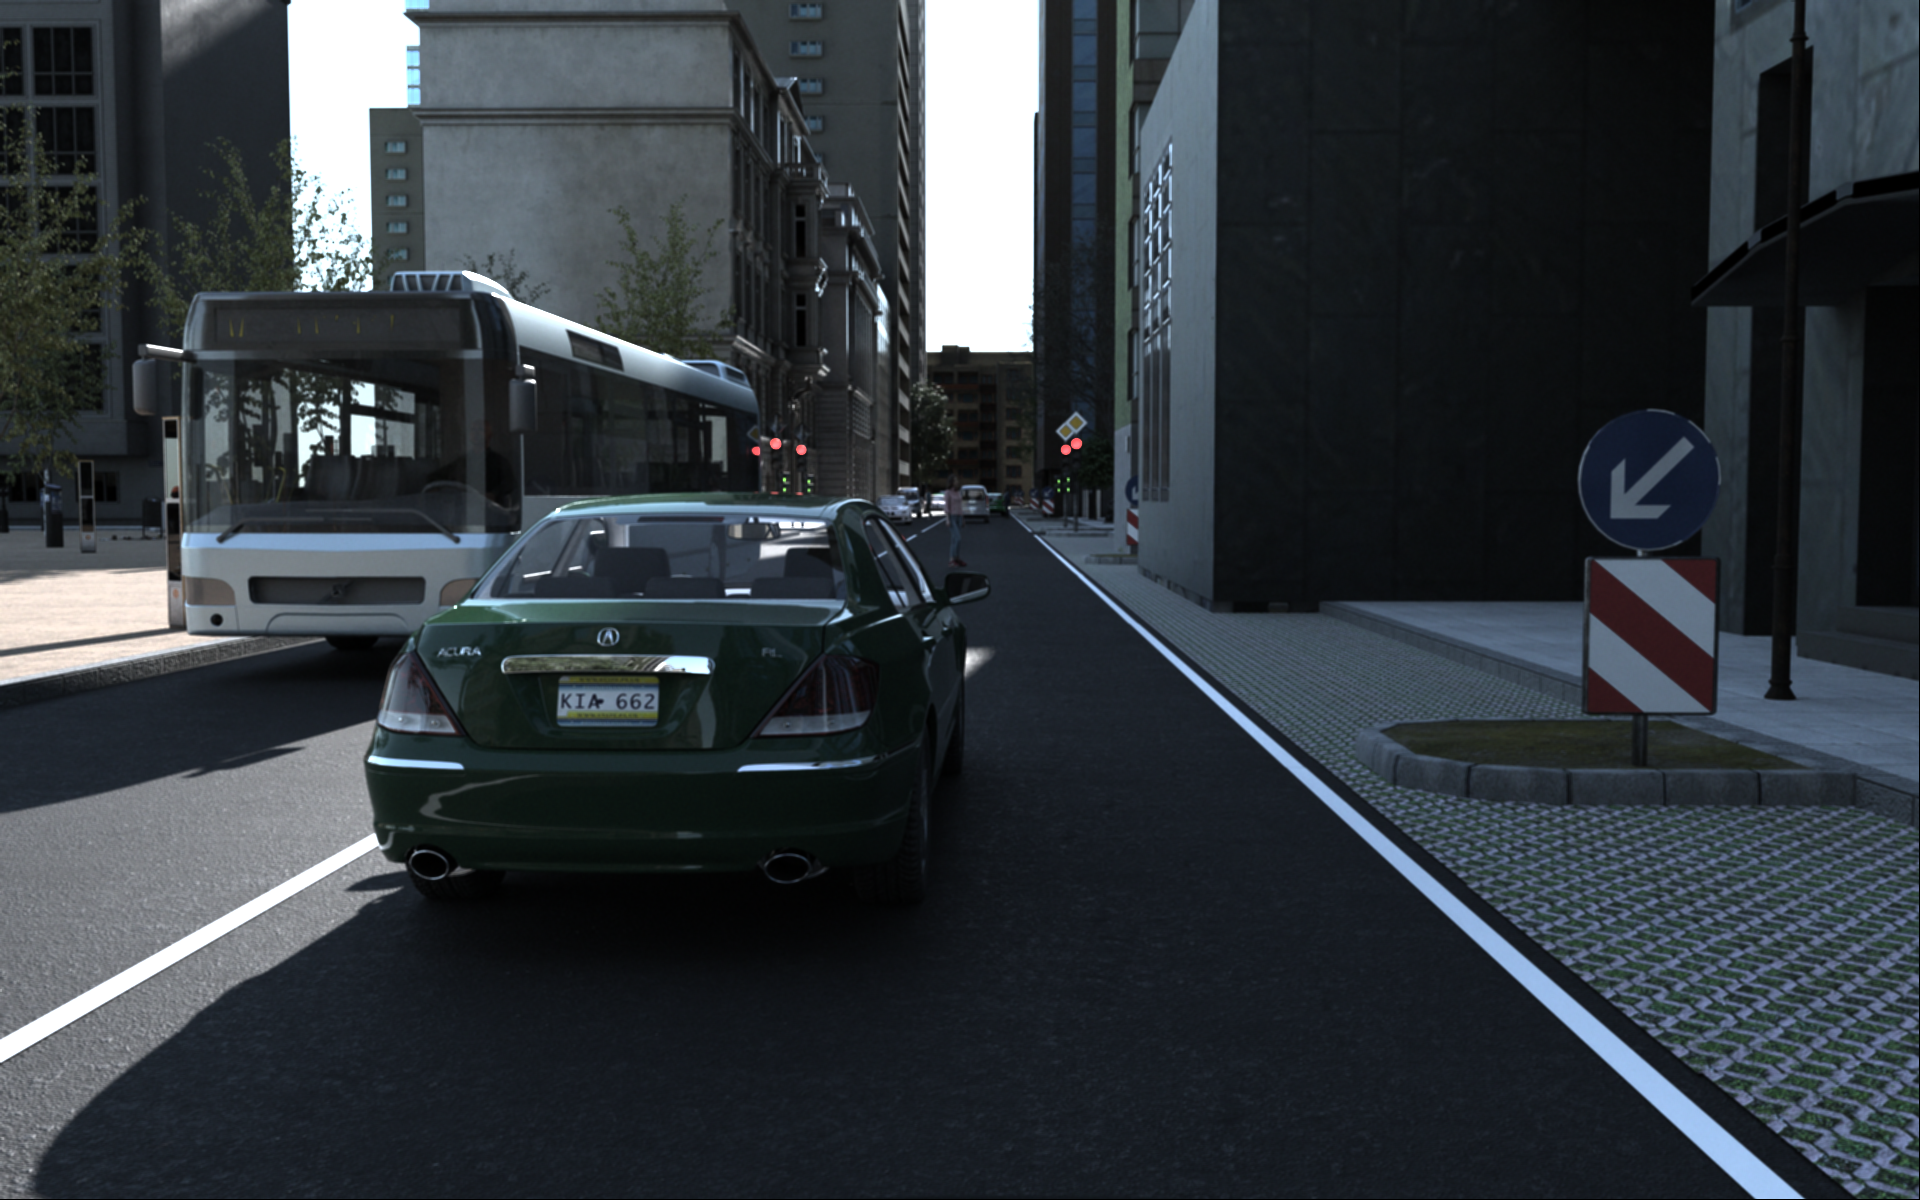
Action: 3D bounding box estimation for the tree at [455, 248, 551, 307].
[{"bbox_3d":[-14.117,-6.180,51.410,4.360,8.622,3.978,0,3,0],"label":"tree"}]

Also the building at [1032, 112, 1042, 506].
[{"bbox_3d":[14.906,-30.879,188.471,14.154,41.232,14.086,0,4,1],"label":"building"}]

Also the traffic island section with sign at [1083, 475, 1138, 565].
[{"bbox_3d":[3.572,-1.662,35.808,1.989,1.847,2.006,0,4,1],"label":"traffic island section with sign"}]

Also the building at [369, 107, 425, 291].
[{"bbox_3d":[-56.336,-35.714,207.632,21.600,48.544,21.300,0,4,1],"label":"building"}]

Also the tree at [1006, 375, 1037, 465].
[{"bbox_3d":[7.775,-13.602,148.153,9.928,11.665,9.643,0,3,0],"label":"tree"}]

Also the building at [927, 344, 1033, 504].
[{"bbox_3d":[-0.442,-24.137,239.677,28.899,21.520,27.650,0,4,1],"label":"building"}]

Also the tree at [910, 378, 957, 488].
[{"bbox_3d":[-4.916,-17.460,192.131,9.857,13.997,8.962,0,3,0],"label":"tree"}]

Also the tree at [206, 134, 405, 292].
[{"bbox_3d":[-14.032,-5.162,34.763,4.737,8.622,4.395,0,3,0],"label":"tree"}]

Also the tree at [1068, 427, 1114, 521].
[{"bbox_3d":[6.711,-6.165,84.515,4.285,4.588,4.351,0,3,0],"label":"tree"}]

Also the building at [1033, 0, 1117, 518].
[{"bbox_3d":[11.698,-27.654,102.259,14.600,45.320,14.200,0,4,1],"label":"building"}]

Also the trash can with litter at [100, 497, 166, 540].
[{"bbox_3d":[-23.176,-2.305,48.741,1.678,1.210,2.233,3,5,41],"label":"trash can with litter"}]

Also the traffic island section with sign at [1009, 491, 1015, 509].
[{"bbox_3d":[5.796,-9.795,168.769,1.989,1.847,2.006,0,4,1],"label":"traffic island section with sign"}]

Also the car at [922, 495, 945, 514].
[{"bbox_3d":[-1.786,-7.066,127.888,2.083,1.381,4.827,0,4,0],"label":"car"}]

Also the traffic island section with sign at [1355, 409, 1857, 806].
[{"bbox_3d":[3.120,-0.014,8.857,1.989,1.847,2.006,0,4,1],"label":"traffic island section with sign"}]

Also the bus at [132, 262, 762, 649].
[{"bbox_3d":[-4.460,-1.461,18.748,2.948,3.499,13.247,0,4,2],"label":"bus"}]

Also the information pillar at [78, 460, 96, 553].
[{"bbox_3d":[-19.065,-2.038,37.819,0.304,2.012,0.304,-2,4,-29],"label":"information pillar"}]

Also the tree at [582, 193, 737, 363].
[{"bbox_3d":[-7.552,-5.671,43.080,4.737,8.622,4.395,0,3,0],"label":"tree"}]

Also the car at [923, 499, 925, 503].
[{"bbox_3d":[-2.530,-9.094,161.269,1.945,1.354,3.894,0,4,2],"label":"car"}]

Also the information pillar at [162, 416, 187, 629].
[{"bbox_3d":[-7.371,-0.737,16.546,0.304,2.012,0.304,3,4,37],"label":"information pillar"}]

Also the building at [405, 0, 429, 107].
[{"bbox_3d":[-61.589,-56.470,235.959,31.000,86.520,22.319,0,4,1],"label":"building"}]

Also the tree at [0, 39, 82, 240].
[{"bbox_3d":[-15.453,-4.715,27.455,4.737,8.622,4.395,0,3,0],"label":"tree"}]

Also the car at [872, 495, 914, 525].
[{"bbox_3d":[-3.204,-4.225,81.443,2.083,1.381,4.827,0,4,0],"label":"car"}]

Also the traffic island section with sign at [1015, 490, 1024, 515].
[{"bbox_3d":[4.948,-6.710,118.343,1.989,1.847,2.006,0,4,1],"label":"traffic island section with sign"}]

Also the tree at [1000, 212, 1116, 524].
[{"bbox_3d":[6.792,-10.078,75.152,12.009,13.543,11.850,0,3,0],"label":"tree"}]

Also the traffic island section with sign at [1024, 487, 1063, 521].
[{"bbox_3d":[4.513,-5.062,91.391,1.989,1.847,2.006,0,4,1],"label":"traffic island section with sign"}]

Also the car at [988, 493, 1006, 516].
[{"bbox_3d":[2.100,-6.374,113.007,1.959,1.807,4.718,0,4,-1],"label":"car"}]

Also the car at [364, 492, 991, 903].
[{"bbox_3d":[-0.950,0.261,7.527,2.131,1.459,4.920,0,4,3],"label":"car"}]

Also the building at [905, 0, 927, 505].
[{"bbox_3d":[-14.610,-47.031,207.215,20.611,71.187,20.563,0,4,1],"label":"building"}]

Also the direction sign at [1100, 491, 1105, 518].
[{"bbox_3d":[7.712,-6.251,94.208,0.876,3.537,0.379,-1,4,-20],"label":"direction sign"}]

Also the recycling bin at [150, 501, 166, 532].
[{"bbox_3d":[-27.086,-2.833,58.866,0.722,1.027,0.722,-3,4,-38],"label":"recycling bin"}]

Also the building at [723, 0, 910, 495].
[{"bbox_3d":[-15.534,-32.345,152.548,21.300,48.544,21.600,0,4,1],"label":"building"}]
